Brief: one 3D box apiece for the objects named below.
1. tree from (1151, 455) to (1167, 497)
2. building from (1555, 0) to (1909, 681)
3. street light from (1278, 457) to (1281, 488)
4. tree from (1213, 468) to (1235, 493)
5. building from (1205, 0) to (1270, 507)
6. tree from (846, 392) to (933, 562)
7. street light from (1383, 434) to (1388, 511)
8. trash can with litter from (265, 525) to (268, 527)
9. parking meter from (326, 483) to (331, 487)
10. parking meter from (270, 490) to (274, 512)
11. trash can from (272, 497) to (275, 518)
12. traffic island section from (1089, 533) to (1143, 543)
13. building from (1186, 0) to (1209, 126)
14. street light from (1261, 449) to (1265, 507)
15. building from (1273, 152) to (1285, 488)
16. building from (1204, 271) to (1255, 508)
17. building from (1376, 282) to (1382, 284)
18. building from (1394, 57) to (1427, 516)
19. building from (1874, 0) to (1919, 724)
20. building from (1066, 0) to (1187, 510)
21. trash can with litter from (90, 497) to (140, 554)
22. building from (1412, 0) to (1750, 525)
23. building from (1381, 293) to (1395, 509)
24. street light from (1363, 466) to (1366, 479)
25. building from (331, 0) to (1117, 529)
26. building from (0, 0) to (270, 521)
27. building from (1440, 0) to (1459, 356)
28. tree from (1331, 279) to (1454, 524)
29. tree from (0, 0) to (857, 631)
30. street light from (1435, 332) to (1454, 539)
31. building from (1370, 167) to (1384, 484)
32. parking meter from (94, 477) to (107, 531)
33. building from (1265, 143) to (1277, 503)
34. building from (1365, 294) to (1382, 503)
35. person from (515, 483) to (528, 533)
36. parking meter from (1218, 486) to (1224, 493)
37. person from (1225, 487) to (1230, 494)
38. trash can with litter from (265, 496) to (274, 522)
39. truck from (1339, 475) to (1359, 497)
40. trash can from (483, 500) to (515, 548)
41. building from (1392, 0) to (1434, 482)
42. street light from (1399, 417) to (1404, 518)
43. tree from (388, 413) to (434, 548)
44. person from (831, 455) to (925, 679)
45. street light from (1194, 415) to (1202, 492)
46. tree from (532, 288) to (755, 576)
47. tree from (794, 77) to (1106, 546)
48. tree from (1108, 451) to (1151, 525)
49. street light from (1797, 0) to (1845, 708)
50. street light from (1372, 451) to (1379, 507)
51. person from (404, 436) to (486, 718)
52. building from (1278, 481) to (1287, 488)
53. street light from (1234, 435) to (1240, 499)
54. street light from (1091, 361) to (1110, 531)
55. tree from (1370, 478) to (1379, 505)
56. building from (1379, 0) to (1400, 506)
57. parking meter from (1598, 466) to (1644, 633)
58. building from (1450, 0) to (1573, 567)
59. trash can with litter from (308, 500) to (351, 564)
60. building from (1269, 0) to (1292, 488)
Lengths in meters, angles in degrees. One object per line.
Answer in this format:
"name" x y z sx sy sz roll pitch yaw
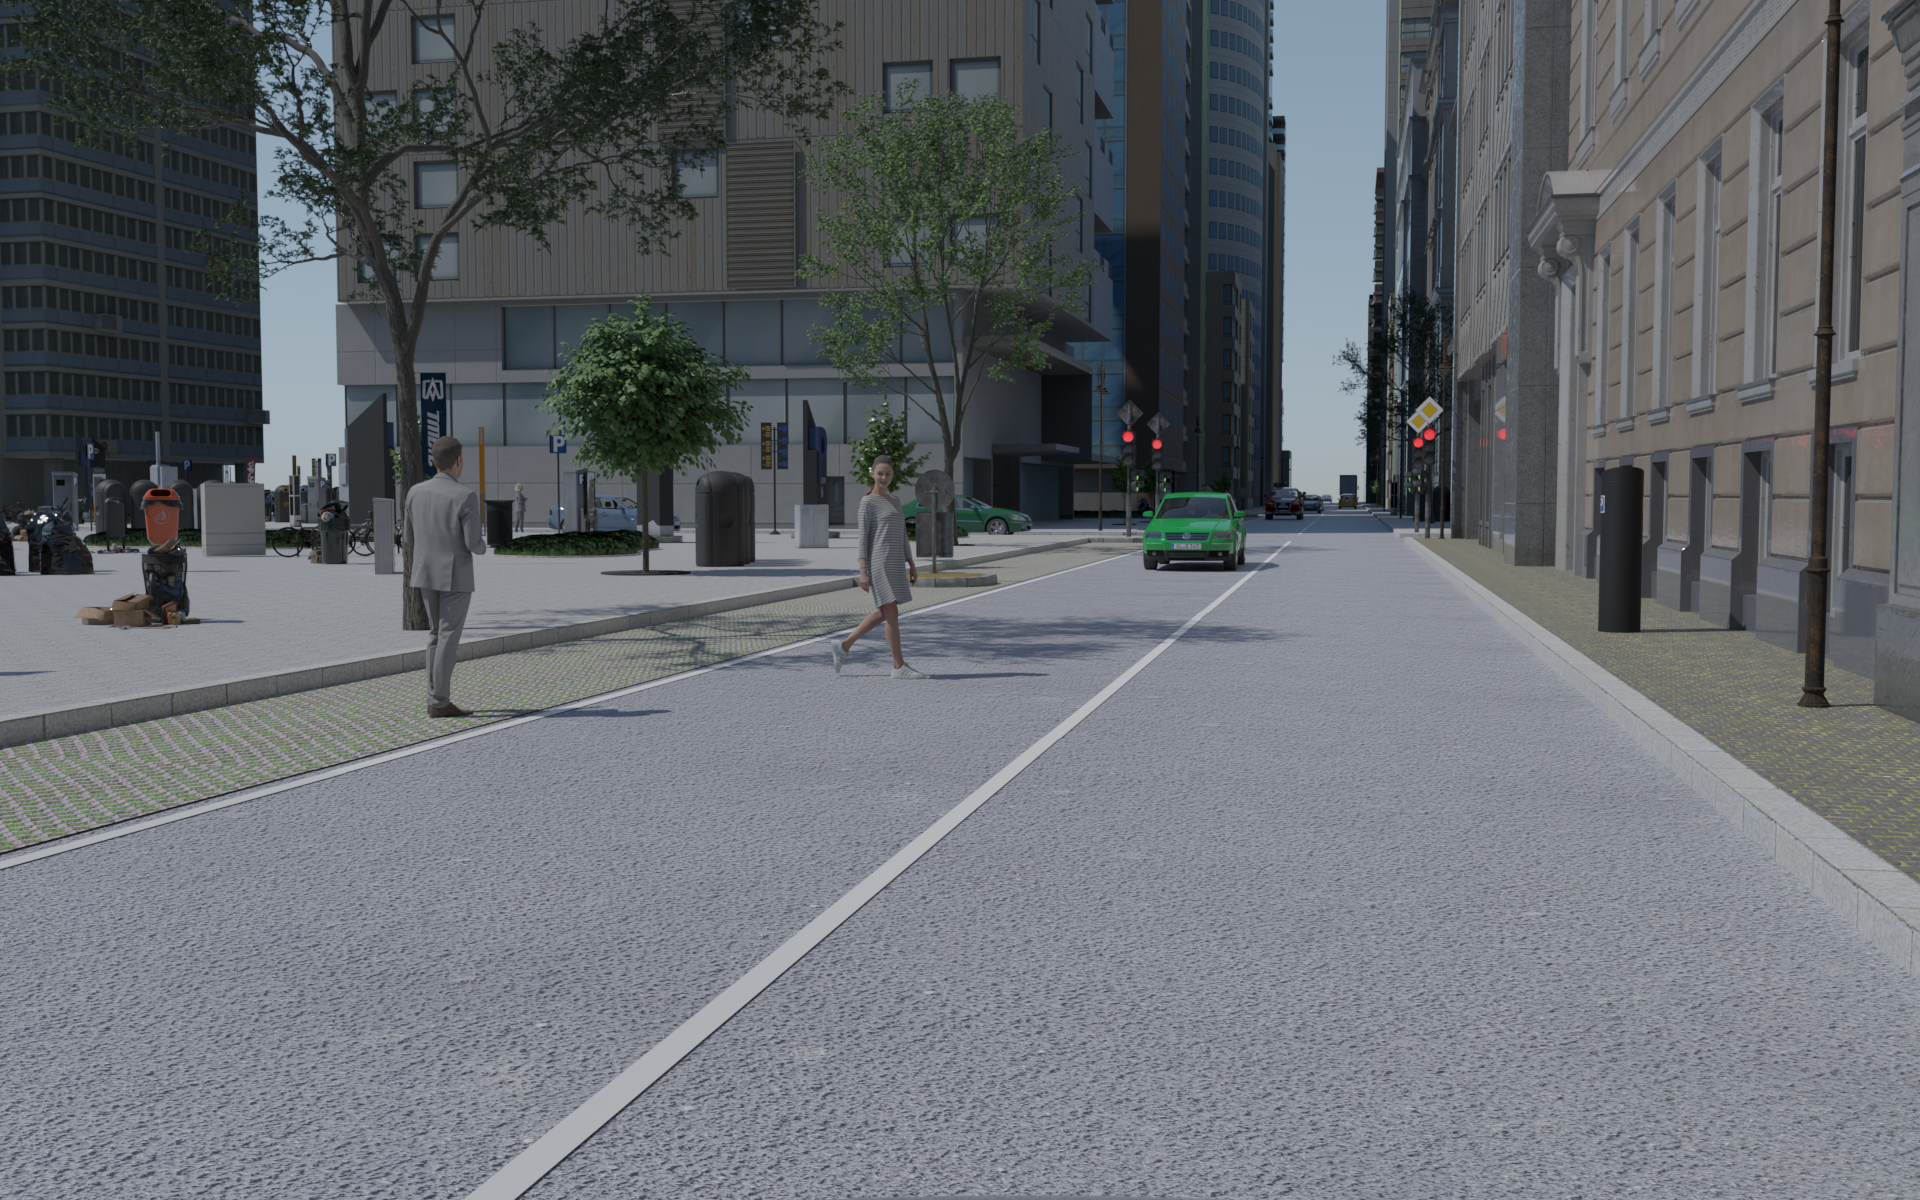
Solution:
"tree" 8.501 -5.116 78.241 1.663 3.219 1.824 0 3 0
"building" 14.338 -14.230 18.571 13.634 28.700 20.117 1 4 13
"street light" 39.842 -14.880 216.074 0.468 5.910 1.993 1 4 13
"tree" 19.369 -8.112 127.226 1.663 3.219 1.824 0 3 0
"building" 20.214 -38.851 177.208 21.231 58.520 28.212 1 4 13
"tree" -1.313 -2.347 32.973 1.663 3.219 1.824 0 3 0
"street light" 31.972 -9.641 130.411 0.468 5.910 1.993 1 4 13
"trash can with litter" -30.624 -3.811 73.369 2.233 1.210 1.678 2 4 27
"parking meter" -32.811 -5.154 89.981 0.255 1.863 0.399 1 4 10
"parking meter" -48.720 -6.989 122.685 0.372 1.533 0.369 0 3 0
"trash can" -37.174 -5.065 94.470 0.748 1.137 0.748 0 3 0
"traffic island section" 5.035 -1.811 51.899 2.009 0.180 2.903 1 4 13
"building" 10.004 -26.912 123.613 14.154 41.232 14.086 1 4 13
"street light" 30.429 -12.311 174.071 0.468 5.910 1.993 1 4 13
"building" 34.283 -35.040 223.022 14.600 45.320 14.200 1 4 13
"building" 10.909 -18.726 151.208 27.650 21.520 28.899 1 4 13
"building" 75.805 -39.675 268.296 23.786 49.044 30.456 1 4 13
"building" 34.696 -20.590 114.140 11.434 29.767 29.804 1 4 13
"building" 8.162 -9.235 0.147 9.793 20.994 18.267 1 4 13
"building" 5.668 -27.627 101.809 14.600 45.320 14.200 1 4 13
"trash can with litter" -18.615 -1.613 37.433 1.678 1.210 2.233 1 4 12
"building" 30.731 -18.552 89.224 13.634 28.700 20.117 1 4 13
"building" 53.630 -19.278 160.237 27.650 21.520 28.899 1 4 13
"street light" 58.240 -16.789 247.283 0.468 5.910 1.993 1 4 13
"building" -8.043 -29.719 75.138 28.713 52.752 27.495 1 4 13
"building" -52.465 -24.278 88.830 23.993 40.220 32.217 1 4 13
"building" 27.033 -14.122 59.771 19.941 23.489 11.050 1 4 13
"tree" 20.281 -8.620 75.357 7.601 10.594 8.767 3 4 37
"tree" -5.105 -5.015 16.403 8.767 10.594 7.601 0 4 0
"street light" 13.809 -4.689 49.450 0.468 5.910 1.993 1 4 13
"building" 65.044 -34.925 225.643 22.147 44.769 28.867 1 4 13
"parking meter" -28.749 -3.197 57.980 0.399 1.863 0.255 2 4 30
"building" 28.508 -31.432 197.515 14.154 41.232 14.086 1 4 13
"building" 65.534 -29.154 248.366 14.160 30.474 14.107 1 4 13
"person" -14.709 -3.025 58.149 0.526 1.800 0.537 0 4 -4
"parking meter" 18.179 -7.024 120.550 0.255 1.863 0.399 -2 4 -23
"person" 15.193 -5.558 99.214 0.795 1.843 0.661 1 4 16
"trash can with litter" -31.989 -4.194 79.966 0.624 1.170 1.055 -1 4 -19
"truck" 57.588 -16.374 256.623 2.839 4.237 11.283 1 4 14
"trash can" -10.994 -1.817 41.360 0.748 1.137 0.748 0 3 0
"building" 42.259 -27.878 139.407 14.154 41.232 14.086 1 4 13
"street light" 23.260 -7.244 91.223 0.468 5.910 1.993 1 4 13
"tree" -12.833 -2.869 41.512 1.663 3.219 1.824 0 3 0
"person" -0.644 -0.257 13.455 0.760 1.731 0.466 0 4 6
"street light" 13.659 -7.756 99.595 0.468 5.910 1.993 1 4 13
"tree" -5.134 -2.695 27.778 4.285 4.588 4.351 0 3 0
"tree" -0.221 -7.158 42.787 9.928 11.665 9.643 0 3 0
"tree" 6.946 -4.719 71.753 1.663 3.219 1.824 0 3 0
"street light" 5.159 -2.294 10.287 0.468 5.910 1.993 1 4 13
"street light" 40.051 -11.826 166.145 0.468 5.910 1.993 1 4 13
"person" -3.256 -0.152 11.178 0.606 1.804 0.583 1 4 20
"building" 29.690 -33.753 243.735 32.217 40.220 23.993 1 4 13
"street light" 21.604 -9.918 134.947 0.468 5.910 1.993 1 4 13
"street light" 4.916 -5.362 60.453 0.468 5.910 1.993 1 4 13
"tree" 51.183 -13.359 213.026 1.663 3.219 1.824 0 3 0
"building" 56.735 -39.516 188.092 21.231 58.520 28.212 1 4 13
"parking meter" 6.153 -0.472 16.121 0.372 1.533 0.369 0 3 0
"building" 17.877 -13.478 38.382 12.078 24.808 19.932 1 4 13
"trash can with litter" -11.666 -1.251 31.838 1.055 1.170 0.624 3 5 41
"building" 40.693 -58.471 268.673 22.319 86.520 31.000 1 4 13
